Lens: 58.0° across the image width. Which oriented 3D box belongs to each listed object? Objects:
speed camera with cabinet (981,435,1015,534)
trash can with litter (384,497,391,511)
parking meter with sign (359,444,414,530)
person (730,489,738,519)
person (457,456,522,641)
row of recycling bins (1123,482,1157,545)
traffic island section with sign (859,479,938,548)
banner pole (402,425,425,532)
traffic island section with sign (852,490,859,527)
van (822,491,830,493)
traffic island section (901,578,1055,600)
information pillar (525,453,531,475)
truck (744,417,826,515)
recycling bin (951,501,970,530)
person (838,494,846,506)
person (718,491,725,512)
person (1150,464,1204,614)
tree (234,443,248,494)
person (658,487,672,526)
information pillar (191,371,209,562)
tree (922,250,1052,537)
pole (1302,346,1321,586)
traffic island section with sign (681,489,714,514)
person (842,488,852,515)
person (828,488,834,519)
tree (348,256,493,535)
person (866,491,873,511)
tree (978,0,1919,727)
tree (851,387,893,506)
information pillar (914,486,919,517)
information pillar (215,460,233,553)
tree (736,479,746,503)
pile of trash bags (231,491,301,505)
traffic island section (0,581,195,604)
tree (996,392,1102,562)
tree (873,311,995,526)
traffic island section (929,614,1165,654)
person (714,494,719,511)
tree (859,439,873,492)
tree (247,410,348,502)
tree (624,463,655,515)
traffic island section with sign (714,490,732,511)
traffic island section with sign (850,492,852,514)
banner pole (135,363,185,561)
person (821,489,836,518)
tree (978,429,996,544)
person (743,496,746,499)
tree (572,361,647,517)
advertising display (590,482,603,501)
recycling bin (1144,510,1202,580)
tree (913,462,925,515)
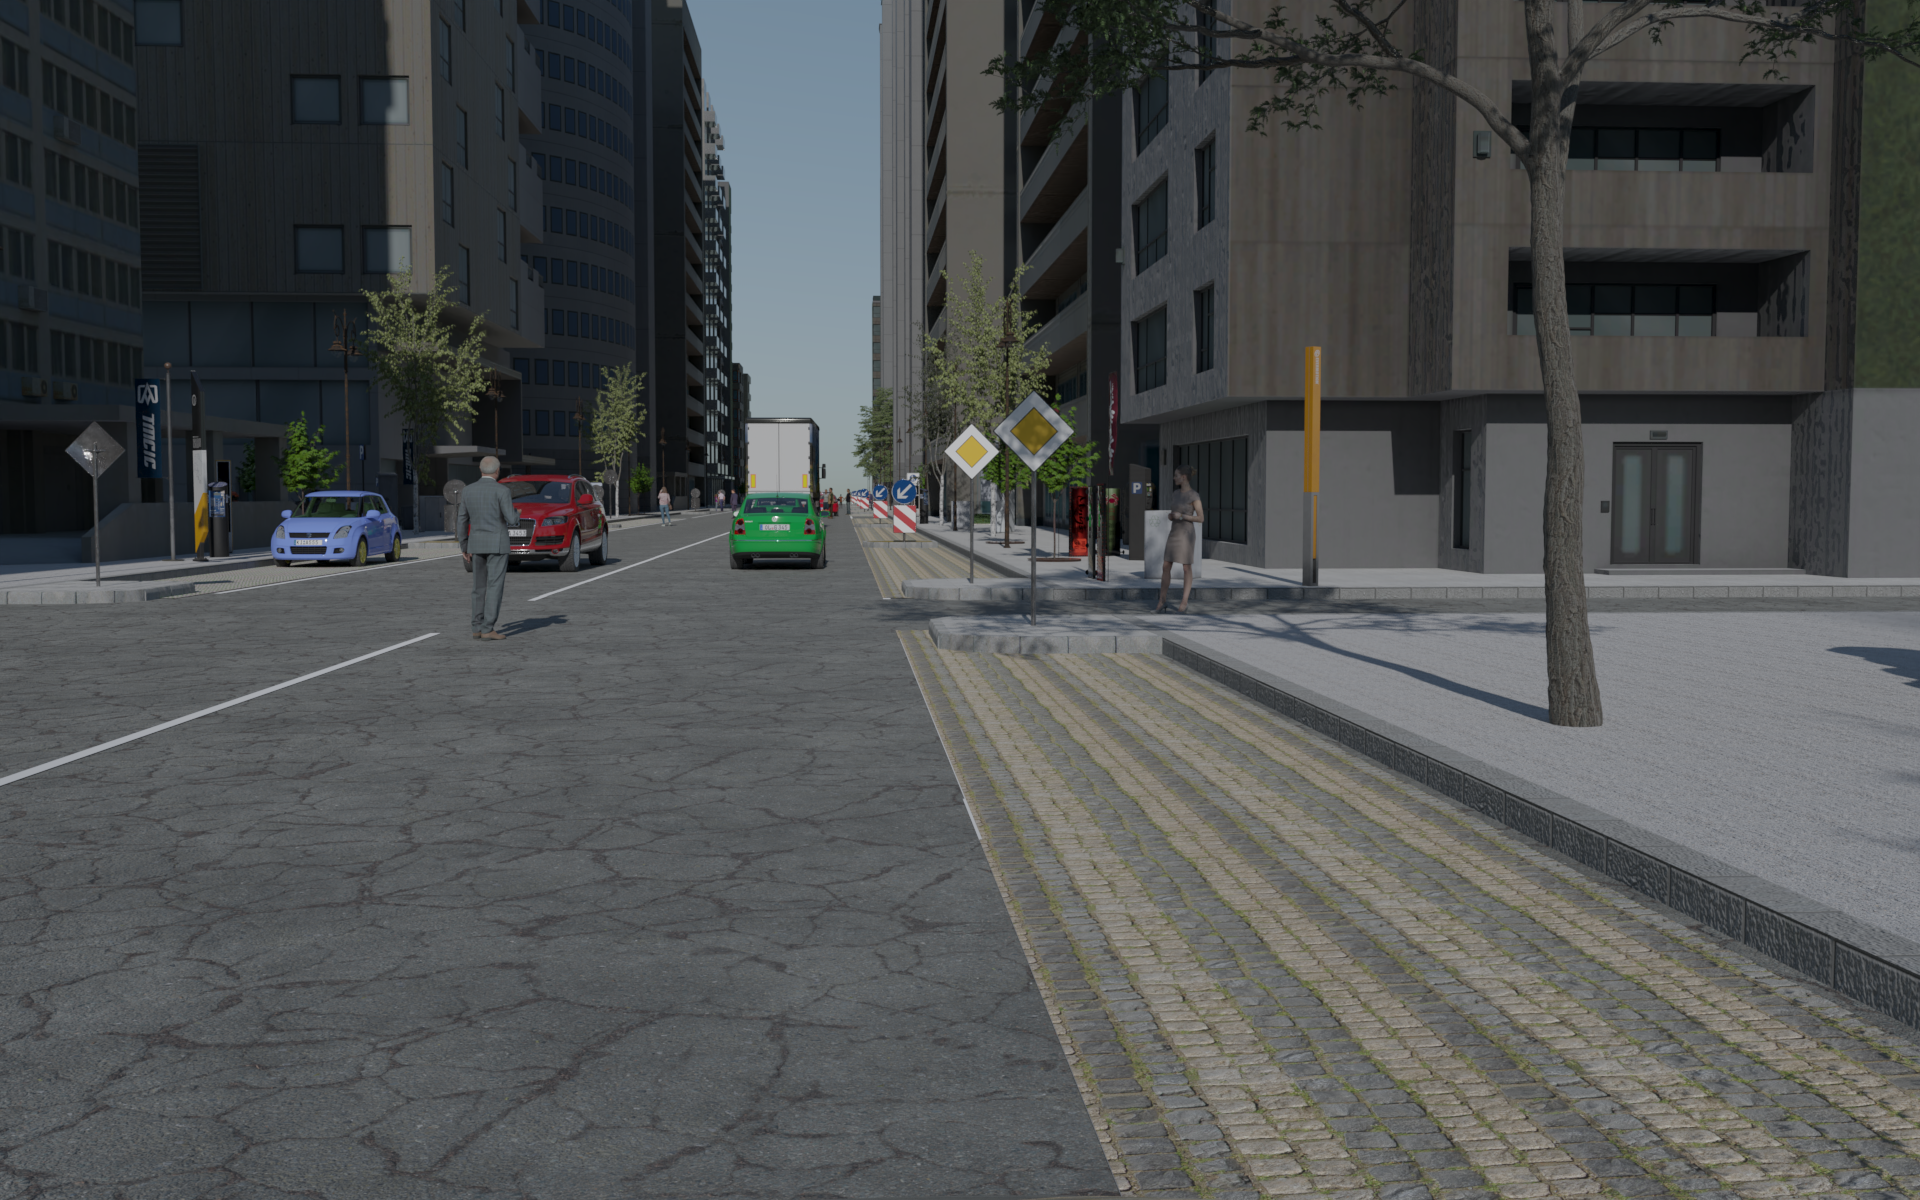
[{"bbox_3d":[1.244,-3.832,56.983,0.660,3.252,2.038,1,4,18],"label":"speed camera with cabinet"},{"bbox_3d":[-30.711,-5.001,93.151,1.055,1.170,0.624,0,4,8],"label":"trash can with litter"},{"bbox_3d":[-20.314,-3.985,61.421,1.738,3.016,0.543,-2,4,-34],"label":"parking meter with sign"},{"bbox_3d":[-13.171,-5.601,100.993,0.541,1.710,0.530,-3,5,-39],"label":"person"},{"bbox_3d":[-4.618,-0.517,17.127,0.661,1.801,0.590,1,4,15],"label":"person"},{"bbox_3d":[5.872,-2.240,43.730,3.534,1.692,1.069,0,4,-1],"label":"row of recycling bins"},{"bbox_3d":[-1.633,-2.329,46.702,1.989,1.847,2.006,0,4,-4],"label":"traffic island section with sign"},{"bbox_3d":[-18.373,-4.164,58.096,0.863,3.779,0.401,2,4,24],"label":"banner pole"},{"bbox_3d":[-3.550,-4.028,74.490,1.989,1.847,2.006,0,4,-4],"label":"traffic island section with sign"},{"bbox_3d":[-17.714,-13.632,229.894,2.013,2.044,4.112,0,4,-4],"label":"van"},{"bbox_3d":[0.189,-0.157,24.852,2.009,0.180,2.903,0,4,-4],"label":"traffic island section"},{"bbox_3d":[-24.460,-6.534,98.190,0.183,3.616,0.504,1,4,16],"label":"information pillar"},{"bbox_3d":[-6.890,-4.894,68.933,2.839,4.237,11.283,0,4,-3],"label":"truck"},{"bbox_3d":[0.103,-3.078,62.886,0.722,1.027,0.722,1,4,11],"label":"recycling bin"},{"bbox_3d":[-11.918,-9.871,173.155,1.065,1.426,0.557,-1,4,-19],"label":"person"},{"bbox_3d":[-19.437,-8.026,140.655,0.436,1.711,0.756,3,5,45],"label":"person"},{"bbox_3d":[2.586,-0.719,20.594,0.374,1.781,0.599,-3,5,-40],"label":"person"},{"bbox_3d":[-22.905,-3.767,56.198,1.663,3.219,1.824,0,3,0],"label":"tree"},{"bbox_3d":[-13.112,-4.163,77.161,0.593,1.750,0.643,-1,4,-21],"label":"person"},{"bbox_3d":[-14.413,-2.537,32.830,0.183,3.616,0.504,-3,5,-42],"label":"information pillar"},{"bbox_3d":[0.974,-6.210,51.904,4.737,8.622,4.395,0,3,0],"label":"tree"},{"bbox_3d":[4.889,-1.849,24.071,0.158,3.312,0.155,0,3,0],"label":"pole"},{"bbox_3d":[-18.788,-7.013,123.289,1.989,1.847,2.006,0,4,-4],"label":"traffic island section with sign"},{"bbox_3d":[-7.723,-6.781,119.380,0.705,1.822,1.348,-2,4,-28],"label":"person"},{"bbox_3d":[-7.556,-5.655,101.055,0.705,1.812,1.348,0,4,-7],"label":"person"},{"bbox_3d":[-16.987,-6.379,54.654,4.737,8.622,4.395,0,3,0],"label":"tree"},{"bbox_3d":[-7.655,-8.399,146.746,0.541,1.710,0.530,1,4,15],"label":"person"},{"bbox_3d":[3.149,-4.594,9.533,7.601,10.594,8.767,2,4,31],"label":"tree"},{"bbox_3d":[-7.720,-16.245,183.728,7.486,12.596,7.792,0,3,0],"label":"tree"},{"bbox_3d":[-2.448,-5.666,97.125,0.304,2.012,0.304,-1,4,-12],"label":"information pillar"},{"bbox_3d":[-15.904,-2.015,37.438,0.304,2.012,0.304,-1,4,-23],"label":"information pillar"},{"bbox_3d":[-28.105,-14.121,225.479,1.663,3.219,1.824,0,3,0],"label":"tree"},{"bbox_3d":[-23.604,-3.041,59.473,3.447,1.369,1.912,-3,5,-42],"label":"pile of trash bags"},{"bbox_3d":[-11.974,-0.107,24.026,2.009,0.180,2.903,0,4,-4],"label":"traffic island section"},{"bbox_3d":[1.932,-2.348,32.989,1.663,3.219,1.824,0,3,0],"label":"tree"},{"bbox_3d":[-0.680,-7.325,70.133,4.360,8.622,3.978,0,3,0],"label":"tree"},{"bbox_3d":[0.735,0.330,16.886,2.009,0.180,2.903,0,4,-4],"label":"traffic island section"},{"bbox_3d":[-20.172,-8.085,143.915,0.599,1.433,0.991,-1,4,-17],"label":"person"},{"bbox_3d":[-9.101,-14.703,190.754,4.360,8.622,3.978,0,3,0],"label":"tree"},{"bbox_3d":[-15.112,-2.764,39.794,1.663,3.219,1.824,0,3,0],"label":"tree"},{"bbox_3d":[-19.881,-6.948,108.208,1.663,3.219,1.824,0,3,0],"label":"tree"},{"bbox_3d":[-20.642,-8.658,150.180,1.989,1.847,2.006,0,4,-4],"label":"traffic island section with sign"},{"bbox_3d":[-6.974,-7.082,124.410,1.989,1.847,2.006,0,4,-4],"label":"traffic island section with sign"},{"bbox_3d":[-15.301,-2.632,33.053,0.863,3.779,0.401,0,4,-3],"label":"banner pole"},{"bbox_3d":[-8.182,-5.893,105.644,1.217,1.735,0.721,0,4,7],"label":"person"},{"bbox_3d":[1.296,-3.065,44.716,1.663,3.219,1.824,0,3,0],"label":"tree"},{"bbox_3d":[-20.123,-9.491,164.391,1.217,1.735,0.721,3,4,38],"label":"person"},{"bbox_3d":[-19.202,-8.927,96.325,4.737,8.622,4.395,0,3,0],"label":"tree"},{"bbox_3d":[-19.438,-5.313,92.073,0.974,1.923,0.123,-3,5,-42],"label":"advertising display"},{"bbox_3d":[3.246,-0.845,26.363,0.722,1.027,0.722,2,4,24],"label":"recycling bin"},{"bbox_3d":[-2.326,-6.690,103.988,1.663,3.219,1.824,0,3,0],"label":"tree"}]
